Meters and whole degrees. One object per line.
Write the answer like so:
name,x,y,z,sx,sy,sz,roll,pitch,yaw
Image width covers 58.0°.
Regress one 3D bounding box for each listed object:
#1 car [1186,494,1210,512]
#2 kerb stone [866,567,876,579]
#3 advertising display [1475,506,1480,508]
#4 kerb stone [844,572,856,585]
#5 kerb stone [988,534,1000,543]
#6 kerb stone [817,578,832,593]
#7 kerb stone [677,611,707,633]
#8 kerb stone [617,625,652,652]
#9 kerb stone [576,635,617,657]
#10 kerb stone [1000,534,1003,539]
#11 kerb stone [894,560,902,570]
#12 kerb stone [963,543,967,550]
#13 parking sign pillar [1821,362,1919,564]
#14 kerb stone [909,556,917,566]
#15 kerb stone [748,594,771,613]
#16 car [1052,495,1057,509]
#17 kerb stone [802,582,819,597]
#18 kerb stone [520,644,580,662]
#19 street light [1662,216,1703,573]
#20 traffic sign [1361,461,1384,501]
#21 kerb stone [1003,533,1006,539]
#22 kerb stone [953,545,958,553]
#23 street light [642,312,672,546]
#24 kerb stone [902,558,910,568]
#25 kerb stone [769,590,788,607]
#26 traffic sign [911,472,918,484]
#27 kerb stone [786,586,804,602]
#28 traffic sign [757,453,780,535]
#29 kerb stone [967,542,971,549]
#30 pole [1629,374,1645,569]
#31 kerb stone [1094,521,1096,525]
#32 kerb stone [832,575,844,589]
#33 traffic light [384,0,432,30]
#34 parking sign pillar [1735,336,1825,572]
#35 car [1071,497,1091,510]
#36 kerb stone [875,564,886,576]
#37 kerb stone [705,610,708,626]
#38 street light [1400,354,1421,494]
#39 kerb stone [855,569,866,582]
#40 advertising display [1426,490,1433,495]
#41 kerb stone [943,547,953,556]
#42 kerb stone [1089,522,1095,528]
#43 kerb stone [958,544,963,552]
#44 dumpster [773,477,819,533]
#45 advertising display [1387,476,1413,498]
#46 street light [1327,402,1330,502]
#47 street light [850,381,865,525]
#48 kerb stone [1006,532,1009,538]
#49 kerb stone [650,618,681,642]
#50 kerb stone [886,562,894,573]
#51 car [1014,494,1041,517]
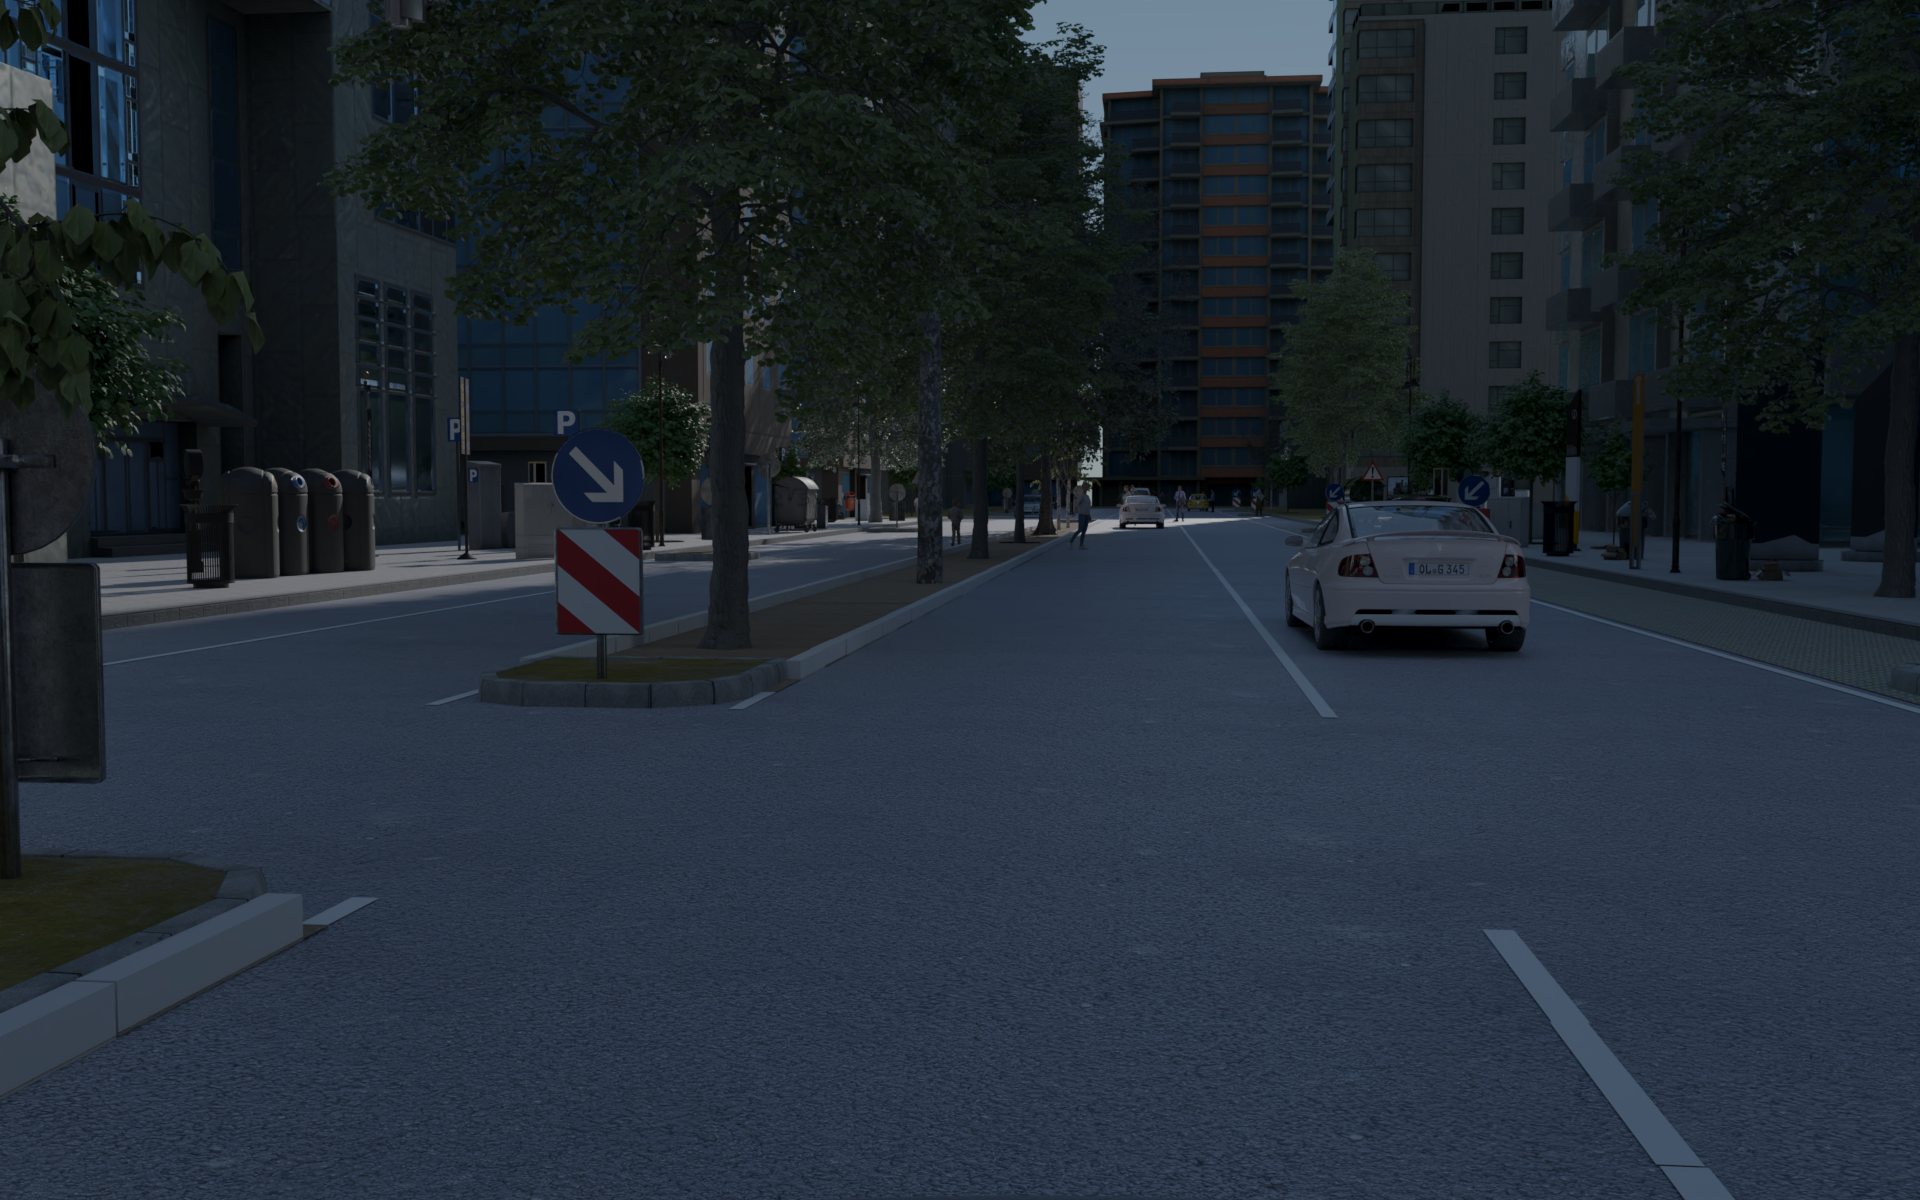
car,19.674,-8.132,143.186,2.015,1.641,3.980,0,4,7
kerb stone,-1.601,-0.436,29.331,0.120,0.150,1.000,0,4,6
advertising display,18.619,-3.501,62.452,0.123,1.923,0.974,1,4,8
kerb stone,-1.828,-0.312,27.294,0.120,0.150,1.000,0,4,6
kerb stone,1.040,-1.870,52.777,0.120,0.150,1.000,0,4,6
kerb stone,-2.059,-0.187,25.260,0.120,0.150,1.000,0,4,6
kerb stone,-2.862,0.248,18.134,0.120,0.150,1.000,0,4,6
kerb stone,-3.094,0.373,16.094,0.120,0.150,1.000,0,4,6
kerb stone,-3.216,0.437,15.066,0.120,0.150,1.000,0,4,6
kerb stone,1.154,-1.933,53.793,0.120,0.150,1.000,0,4,6
kerb stone,-1.263,-0.620,32.398,0.120,0.150,1.000,0,4,6
kerb stone,0.004,-1.308,43.587,0.120,0.150,1.000,0,4,6
parking sign pillar,17.637,-2.723,32.986,1.447,3.967,1.447,-1,4,-11
kerb stone,-1.026,-0.747,34.434,0.120,0.150,1.000,0,4,6
kerb stone,-2.520,0.063,21.197,0.120,0.150,1.000,0,4,6
car,8.289,-9.095,161.278,1.945,1.354,3.894,0,4,6
kerb stone,-2.168,-0.125,24.244,0.120,0.150,1.000,0,4,6
kerb stone,-3.328,0.498,14.049,0.120,0.150,1.000,0,4,6
street light,11.644,-3.378,28.017,0.468,5.910,1.993,0,4,6
traffic sign,16.281,-4.181,68.370,0.884,2.594,0.081,1,4,15
kerb stone,1.274,-1.995,54.809,0.120,0.150,1.000,0,4,6
kerb stone,-0.223,-1.184,41.556,0.120,0.150,1.000,0,4,6
street light,-7.315,-4.253,42.326,0.468,5.910,1.993,0,4,6
kerb stone,-1.136,-0.686,33.417,0.120,0.150,1.000,0,4,6
kerb stone,-2.408,-0.001,22.214,0.120,0.150,1.000,0,4,6
traffic sign,-2.043,-5.375,87.877,0.884,2.594,0.081,0,4,8
kerb stone,-2.286,-0.063,23.228,0.120,0.150,1.000,0,4,6
traffic sign,-5.993,-3.307,54.178,0.768,2.556,0.104,1,4,10
kerb stone,0.114,-1.371,44.604,0.120,0.150,1.000,0,4,6
pole,11.528,-2.180,29.478,0.158,3.312,0.155,0,3,0
kerb stone,5.758,-3.286,75.916,0.120,0.150,1.000,0,4,6
kerb stone,-1.949,-0.250,26.277,0.120,0.150,1.000,0,4,6
traffic light,-6.425,-2.360,13.253,4.771,5.953,1.251,0,4,6
parking sign pillar,13.732,-2.481,29.043,1.447,3.967,1.447,2,4,26
car,10.623,-8.688,154.416,2.083,1.381,4.827,0,4,6
kerb stone,-1.484,-0.496,30.347,0.120,0.150,1.000,0,4,6
kerb stone,-2.744,0.186,19.152,0.120,0.150,1.000,0,4,6
street light,14.848,-5.164,57.218,0.468,5.910,1.993,0,4,6
kerb stone,-1.715,-0.374,28.315,0.120,0.150,1.000,0,4,6
advertising display,22.598,-4.768,83.164,0.123,1.923,0.974,0,4,-6
kerb stone,-0.341,-1.120,40.540,0.120,0.150,1.000,0,4,6
kerb stone,5.645,-3.224,74.900,0.120,0.150,1.000,0,4,6
kerb stone,-0.108,-1.244,42.571,0.120,0.150,1.000,0,4,6
dumpster,-5.522,-3.206,58.183,1.264,1.857,1.865,0,4,6
advertising display,15.786,-3.485,62.196,0.974,1.923,0.123,3,5,43
street light,18.202,-6.900,85.605,0.468,5.910,1.993,0,4,6
street light,-4.152,-6.008,71.025,0.468,5.910,1.993,0,4,6
kerb stone,1.386,-2.050,55.836,0.120,0.150,1.000,0,4,6
kerb stone,-2.979,0.311,17.118,0.120,0.150,1.000,0,4,6
kerb stone,-1.368,-0.561,31.369,0.120,0.150,1.000,0,4,6
car,4.335,-5.740,105.846,2.014,1.417,4.499,0,4,8
